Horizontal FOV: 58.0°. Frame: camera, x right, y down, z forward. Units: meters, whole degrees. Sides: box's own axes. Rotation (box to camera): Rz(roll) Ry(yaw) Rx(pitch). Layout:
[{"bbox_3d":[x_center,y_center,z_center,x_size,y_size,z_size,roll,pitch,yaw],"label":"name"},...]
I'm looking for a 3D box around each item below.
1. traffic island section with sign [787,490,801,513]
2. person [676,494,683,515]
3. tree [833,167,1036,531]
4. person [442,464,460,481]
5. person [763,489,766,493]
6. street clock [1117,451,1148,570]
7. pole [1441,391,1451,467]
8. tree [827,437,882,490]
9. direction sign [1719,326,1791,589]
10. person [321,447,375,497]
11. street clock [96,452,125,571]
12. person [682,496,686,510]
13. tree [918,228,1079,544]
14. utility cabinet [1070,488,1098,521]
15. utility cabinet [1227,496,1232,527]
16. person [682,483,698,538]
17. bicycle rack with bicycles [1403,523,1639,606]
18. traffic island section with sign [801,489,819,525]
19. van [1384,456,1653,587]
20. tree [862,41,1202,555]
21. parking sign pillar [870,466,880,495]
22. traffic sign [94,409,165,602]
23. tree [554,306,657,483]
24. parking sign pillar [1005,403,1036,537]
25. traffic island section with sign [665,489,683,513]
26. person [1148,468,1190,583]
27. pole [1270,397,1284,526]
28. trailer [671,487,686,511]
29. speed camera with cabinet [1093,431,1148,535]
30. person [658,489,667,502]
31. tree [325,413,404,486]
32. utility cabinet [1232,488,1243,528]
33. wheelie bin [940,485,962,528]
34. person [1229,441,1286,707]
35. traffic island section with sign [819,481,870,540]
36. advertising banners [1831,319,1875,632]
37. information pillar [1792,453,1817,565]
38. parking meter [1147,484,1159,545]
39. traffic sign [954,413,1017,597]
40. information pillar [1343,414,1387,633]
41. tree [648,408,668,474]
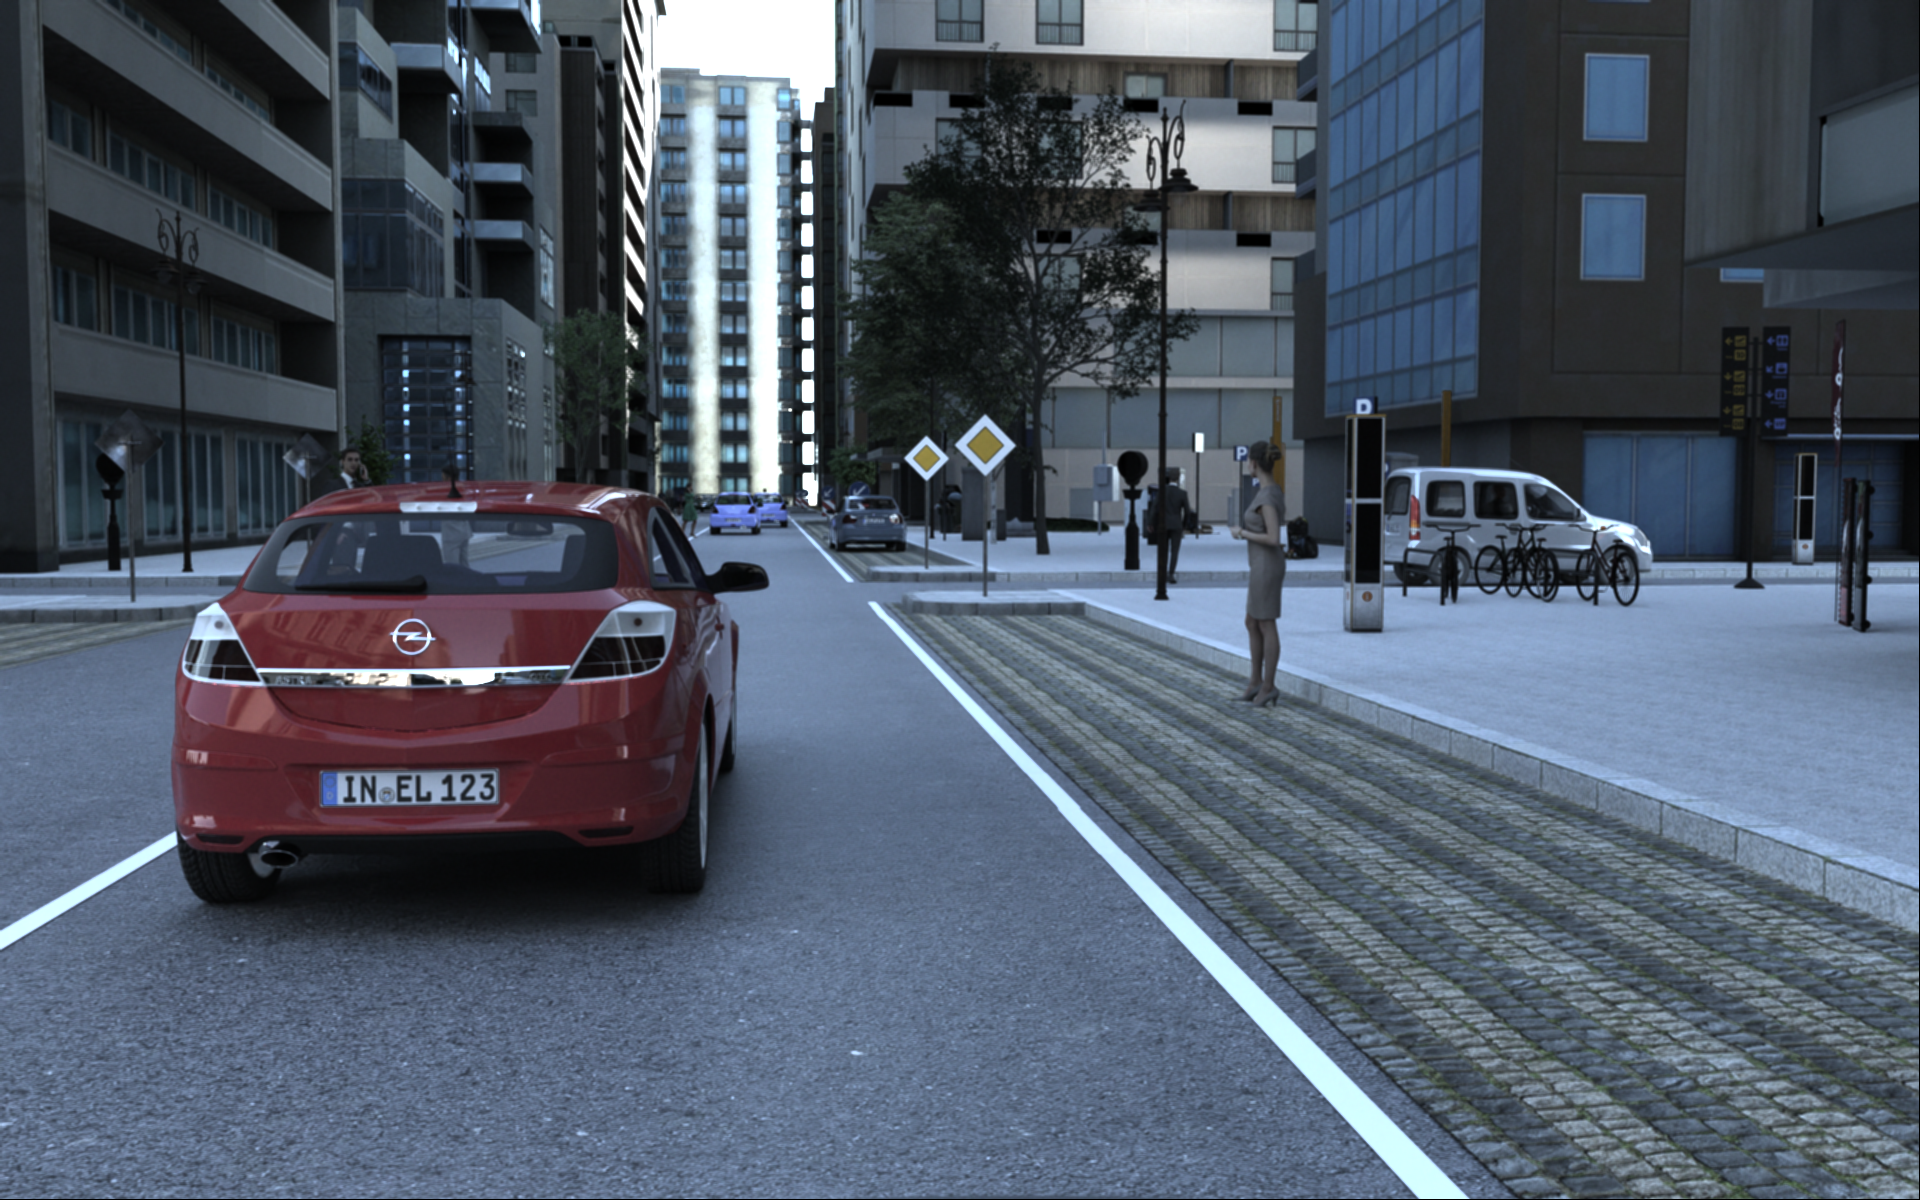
[{"bbox_3d":[-11.822,-7.470,130.769,1.989,1.847,2.006,0,4,-6],"label":"traffic island section with sign"},{"bbox_3d":[-19.061,-6.484,117.752,0.421,1.427,0.697,-2,4,-31],"label":"person"},{"bbox_3d":[-1.125,-8.727,60.811,7.486,12.596,7.792,0,3,0],"label":"tree"},{"bbox_3d":[-6.346,-0.789,21.574,0.466,1.800,0.511,0,4,6],"label":"person"},{"bbox_3d":[-13.723,-6.918,121.629,0.705,1.821,1.348,-1,4,-23],"label":"person"},{"bbox_3d":[2.908,-1.507,29.214,0.471,2.002,0.358,2,4,35],"label":"street clock"},{"bbox_3d":[9.591,-2.470,34.232,0.158,3.312,0.155,0,3,0],"label":"pole"},{"bbox_3d":[-6.033,-7.117,100.077,4.285,4.588,4.351,0,3,0],"label":"tree"},{"bbox_3d":[10.763,-1.928,23.515,0.876,3.537,0.379,0,4,7],"label":"direction sign"},{"bbox_3d":[-6.117,-0.584,17.411,0.474,1.900,0.648,1,4,9],"label":"person"},{"bbox_3d":[-14.188,-1.495,29.009,0.471,2.002,0.358,-2,4,-25],"label":"street clock"},{"bbox_3d":[-19.044,-6.608,119.725,0.799,1.438,0.628,3,5,42],"label":"person"},{"bbox_3d":[0.893,-5.727,43.993,4.360,8.622,3.978,0,3,0],"label":"tree"},{"bbox_3d":[4.681,-3.458,65.216,1.173,1.500,0.318,3,5,44],"label":"utility cabinet"},{"bbox_3d":[10.859,-3.406,66.844,1.020,1.237,0.306,-1,4,-11],"label":"utility cabinet"},{"bbox_3d":[-8.836,-2.920,56.489,0.529,1.795,0.600,1,4,9],"label":"person"},{"bbox_3d":[6.592,-0.465,20.987,2.852,0.926,2.925,0,4,2],"label":"bicycle rack with bicycles"},{"bbox_3d":[-6.318,-4.451,81.401,1.989,1.847,2.006,0,4,-6],"label":"traffic island section with sign"},{"bbox_3d":[8.631,-1.219,26.945,4.112,2.044,2.013,0,4,-6],"label":"van"},{"bbox_3d":[1.427,-6.246,36.531,7.601,10.594,8.767,0,4,-8],"label":"tree"},{"bbox_3d":[-5.103,-7.035,103.497,1.447,3.967,1.447,-1,4,-10],"label":"parking sign pillar"},{"bbox_3d":[-9.822,-1.032,20.518,0.795,2.450,0.064,0,4,-6],"label":"traffic sign"},{"bbox_3d":[-20.773,-10.342,94.849,9.928,11.665,9.643,0,3,0],"label":"tree"},{"bbox_3d":[1.771,-3.871,51.769,1.447,3.967,1.447,-1,4,-21],"label":"parking sign pillar"},{"bbox_3d":[-21.670,-7.404,129.686,1.989,1.847,2.006,0,4,-6],"label":"traffic island section with sign"},{"bbox_3d":[3.395,-1.204,27.958,0.659,1.850,0.755,1,4,13],"label":"person"},{"bbox_3d":[6.647,-2.602,36.383,0.158,3.312,0.155,0,3,0],"label":"pole"},{"bbox_3d":[-23.328,-8.376,143.999,1.471,1.999,3.904,0,4,-7],"label":"trailer"},{"bbox_3d":[5.202,-3.653,54.067,2.038,3.252,0.660,2,4,28],"label":"speed camera with cabinet"},{"bbox_3d":[-21.419,-7.093,124.913,0.683,1.767,0.568,-3,4,-36],"label":"person"},{"bbox_3d":[-14.264,-2.878,41.655,1.663,3.219,1.824,0,3,0],"label":"tree"},{"bbox_3d":[10.810,-3.441,64.947,1.173,1.500,0.318,0,4,-7],"label":"utility cabinet"},{"bbox_3d":[-0.254,-3.077,58.212,0.693,1.594,0.980,-3,5,-42],"label":"wheelie bin"},{"bbox_3d":[1.990,-0.168,11.590,0.374,1.781,0.599,1,4,11],"label":"person"},{"bbox_3d":[-3.306,-2.800,54.405,1.989,1.847,2.006,0,4,-6],"label":"traffic island section with sign"},{"bbox_3d":[8.666,-1.264,16.862,0.090,3.025,2.074,1,4,18],"label":"advertising banners"},{"bbox_3d":[15.250,-1.639,31.284,0.304,2.012,0.304,1,4,12],"label":"information pillar"},{"bbox_3d":[4.919,-2.158,43.697,0.372,1.533,0.369,0,3,0],"label":"parking meter"},{"bbox_3d":[0.312,-1.100,21.622,0.795,2.450,0.064,0,4,-6],"label":"traffic sign"},{"bbox_3d":[3.759,-0.710,16.099,0.304,2.012,0.304,0,4,-1],"label":"information pillar"},{"bbox_3d":[-26.484,-11.817,143.562,4.360,8.622,3.978,0,3,0],"label":"tree"}]
